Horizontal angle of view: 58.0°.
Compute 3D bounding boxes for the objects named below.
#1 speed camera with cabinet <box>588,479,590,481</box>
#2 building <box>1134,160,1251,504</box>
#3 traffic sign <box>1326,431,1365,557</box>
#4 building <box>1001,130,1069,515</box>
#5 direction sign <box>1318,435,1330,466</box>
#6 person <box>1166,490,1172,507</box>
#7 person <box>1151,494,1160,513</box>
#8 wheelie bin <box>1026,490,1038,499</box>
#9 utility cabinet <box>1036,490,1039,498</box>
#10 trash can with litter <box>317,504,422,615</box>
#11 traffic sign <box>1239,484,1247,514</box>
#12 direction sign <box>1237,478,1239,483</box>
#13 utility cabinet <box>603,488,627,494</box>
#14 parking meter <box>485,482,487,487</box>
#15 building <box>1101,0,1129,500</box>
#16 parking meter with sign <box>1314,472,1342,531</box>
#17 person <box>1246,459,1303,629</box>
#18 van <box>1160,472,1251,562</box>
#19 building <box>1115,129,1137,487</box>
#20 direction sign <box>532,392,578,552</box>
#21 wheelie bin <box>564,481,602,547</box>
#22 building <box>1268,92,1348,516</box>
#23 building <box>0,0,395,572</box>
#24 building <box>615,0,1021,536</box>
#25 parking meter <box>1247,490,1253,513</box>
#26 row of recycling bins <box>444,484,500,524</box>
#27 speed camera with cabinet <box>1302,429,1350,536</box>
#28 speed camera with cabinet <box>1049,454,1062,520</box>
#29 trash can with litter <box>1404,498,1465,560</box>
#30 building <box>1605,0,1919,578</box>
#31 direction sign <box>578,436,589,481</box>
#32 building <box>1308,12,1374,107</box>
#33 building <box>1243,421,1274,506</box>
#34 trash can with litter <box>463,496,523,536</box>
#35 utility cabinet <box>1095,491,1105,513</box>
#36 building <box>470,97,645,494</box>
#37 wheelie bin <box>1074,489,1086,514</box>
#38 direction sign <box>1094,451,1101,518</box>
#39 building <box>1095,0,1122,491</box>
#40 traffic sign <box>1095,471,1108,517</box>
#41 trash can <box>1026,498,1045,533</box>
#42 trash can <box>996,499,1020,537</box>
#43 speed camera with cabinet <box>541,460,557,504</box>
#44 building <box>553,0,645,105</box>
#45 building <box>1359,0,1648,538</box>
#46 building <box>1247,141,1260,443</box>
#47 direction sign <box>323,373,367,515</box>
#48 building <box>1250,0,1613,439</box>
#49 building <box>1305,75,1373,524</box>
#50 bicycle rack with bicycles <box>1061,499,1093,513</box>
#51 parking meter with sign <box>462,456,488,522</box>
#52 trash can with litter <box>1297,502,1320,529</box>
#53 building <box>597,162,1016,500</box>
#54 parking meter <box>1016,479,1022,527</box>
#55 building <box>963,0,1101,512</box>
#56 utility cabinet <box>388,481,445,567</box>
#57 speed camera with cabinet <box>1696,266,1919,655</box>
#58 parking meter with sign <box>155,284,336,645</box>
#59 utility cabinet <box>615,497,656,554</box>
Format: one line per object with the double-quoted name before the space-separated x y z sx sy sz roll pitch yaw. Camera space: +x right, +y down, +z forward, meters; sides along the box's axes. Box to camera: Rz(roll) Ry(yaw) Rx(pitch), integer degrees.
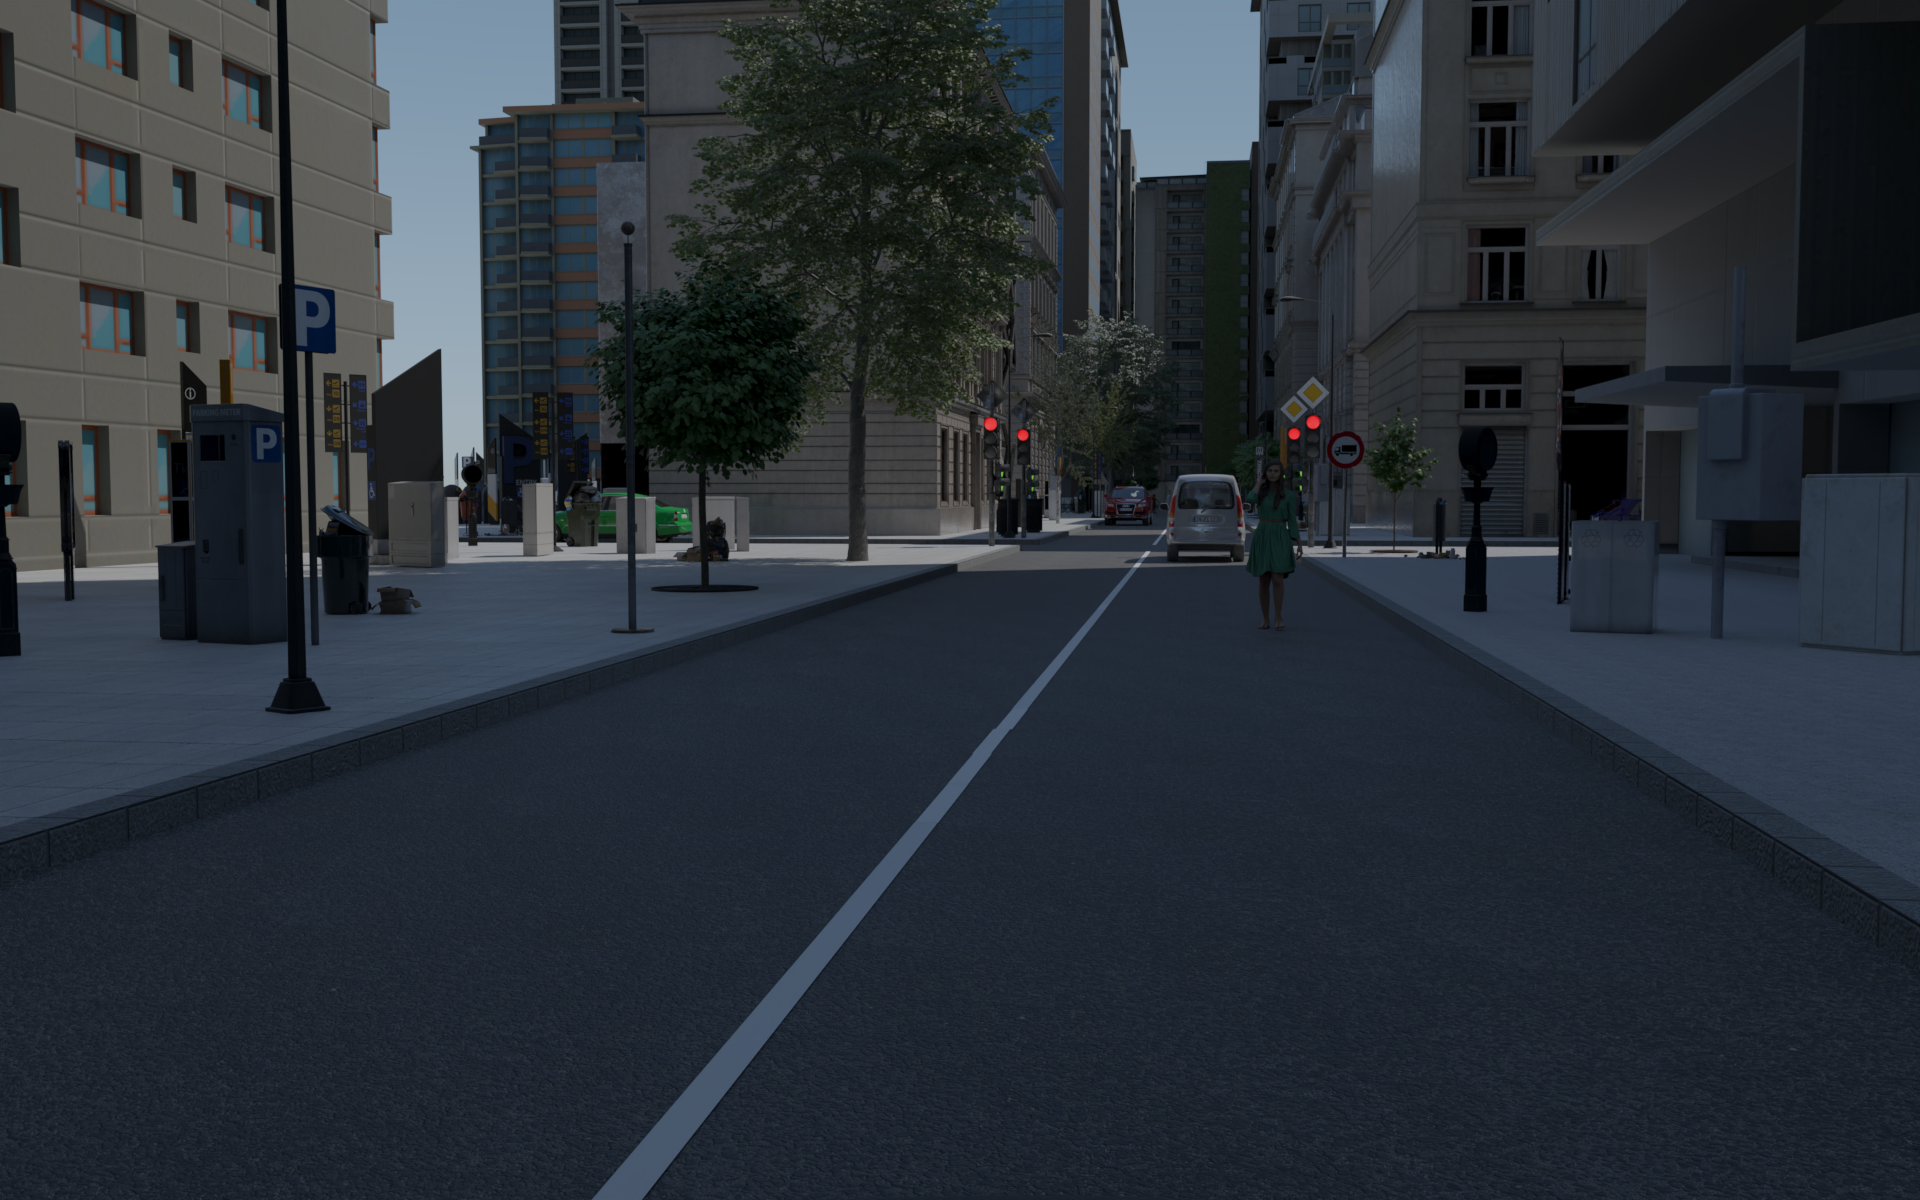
"speed camera with cabinet" -23.012 -6.643 102.941 2.038 3.252 0.660 2 4 25
"building" 28.769 -32.533 215.501 14.086 41.232 14.154 0 4 8
"traffic sign" 7.794 -2.137 35.052 0.768 2.556 0.104 1 4 13
"building" 0.250 -16.820 103.891 11.050 23.489 19.941 0 4 8
"direction sign" 13.879 -4.530 66.068 0.379 3.537 0.876 3 5 42
"person" 14.049 -6.533 116.311 0.522 1.701 0.512 -3 5 -45
"person" 14.614 -7.235 130.045 0.557 1.426 1.065 -2 4 -34
"wheelie bin" 3.047 -4.131 75.451 0.693 1.594 0.980 -1 4 -15
"utility cabinet" 3.579 -4.941 89.466 0.318 1.500 1.173 3 5 40
"trash can with litter" -6.345 -0.441 18.603 1.055 1.170 0.624 0 4 -5
"traffic sign" 18.144 -6.716 109.816 0.884 2.594 0.081 1 4 14
"direction sign" 19.064 -7.753 118.757 0.379 3.537 0.876 1 4 12
"utility cabinet" -12.229 -3.264 62.047 1.173 1.500 0.318 2 4 27
"parking meter" -23.861 -4.962 86.841 0.255 1.863 0.399 -1 4 -16
"building" 3.598 -36.491 185.868 27.495 52.752 28.713 0 4 8
"parking meter with sign" 13.113 -3.975 61.247 1.738 3.016 0.543 -3 4 -37
"person" 3.311 -0.584 18.297 0.600 1.795 0.529 0 4 5
"van" 5.392 -1.900 38.083 2.013 2.044 4.112 0 4 8
"building" 11.536 -36.530 220.966 21.600 48.544 21.300 0 4 8
"direction sign" -9.035 -2.846 38.527 0.876 3.537 0.379 -1 4 -15
"wheelie bin" -9.163 -2.102 42.275 0.693 1.594 0.980 2 4 35
"building" 26.210 -19.110 109.708 12.463 27.353 25.104 0 4 8
"building" -29.827 -11.295 29.719 28.899 21.520 27.650 0 4 8
"building" -4.047 -12.089 62.281 10.561 19.102 19.286 0 4 8
"parking meter" 19.448 -6.740 115.909 0.399 1.863 0.255 1 4 9
"row of recycling bins" -20.599 -4.128 74.599 3.534 1.692 1.069 -3 4 -38
"speed camera with cabinet" 11.246 -3.597 53.151 0.660 3.252 2.038 3 5 41
"speed camera with cabinet" 4.675 -5.544 84.979 0.660 3.252 2.038 0 4 5
"trash can with litter" 9.844 -1.463 34.975 1.678 1.210 2.233 2 4 24
"building" 24.035 -26.482 22.212 28.713 52.752 27.495 0 4 8
"direction sign" -14.965 -4.640 67.854 0.876 3.537 0.379 -1 4 -19
"building" 40.152 -27.084 134.706 32.217 40.220 23.993 0 4 8
"building" 40.612 -45.603 183.858 20.563 71.187 20.611 0 4 8
"trash can with litter" -14.277 -2.583 53.282 2.233 1.210 1.678 -2 4 -35
"utility cabinet" 9.442 -6.581 116.283 0.318 1.500 1.173 -1 4 -22
"building" -37.977 -33.007 194.291 28.867 44.769 22.147 0 4 8
"wheelie bin" 7.891 -6.472 113.733 0.693 1.594 0.980 -1 4 -18
"direction sign" 7.249 -6.077 91.353 0.379 3.537 0.876 -1 4 -20
"building" 2.336 -32.759 155.221 23.786 49.044 30.456 0 4 8
"traffic sign" 7.692 -5.797 94.778 0.884 2.594 0.081 1 4 11
"trash can" 2.442 -2.807 57.545 0.748 1.137 0.748 0 3 0
"trash can" 1.453 -2.476 52.138 0.748 1.137 0.748 0 3 0
"speed camera with cabinet" -23.659 -6.527 101.044 2.038 3.252 0.660 -3 4 -36
"building" -40.208 -48.276 227.571 20.611 71.187 20.563 0 4 8
"building" 28.544 -13.624 56.034 30.059 22.955 16.112 0 4 8
"building" 42.840 -34.482 213.896 14.200 45.320 14.600 0 4 8
"direction sign" -11.564 -2.488 32.677 0.379 3.537 0.876 3 5 39
"building" 41.548 -34.913 160.066 28.713 52.752 27.495 0 4 8
"building" 24.399 -14.883 85.139 13.314 21.916 24.055 0 4 8
"bicycle rack with bicycles" 7.706 -6.424 118.415 2.925 0.926 2.852 -1 4 -11
"parking meter with sign" -22.517 -5.175 80.871 0.543 3.016 1.738 1 4 17
"trash can with litter" 12.931 -3.241 64.373 1.055 1.170 0.624 -3 4 -36
"building" -5.954 -13.045 80.730 16.820 18.784 16.811 0 4 8
"parking meter" 2.346 -3.724 66.594 0.255 1.863 0.399 3 5 42
"building" 3.418 -29.507 132.557 14.600 45.320 14.200 0 4 8
"utility cabinet" -9.542 -1.327 30.368 1.173 1.500 0.318 2 4 35
"speed camera with cabinet" 7.267 -1.242 14.643 0.660 3.252 2.038 -2 4 -27
"parking meter with sign" -6.224 -1.144 14.959 1.738 3.016 0.543 2 4 25
"utility cabinet" -7.030 -1.612 37.519 1.020 1.237 0.306 3 5 41
